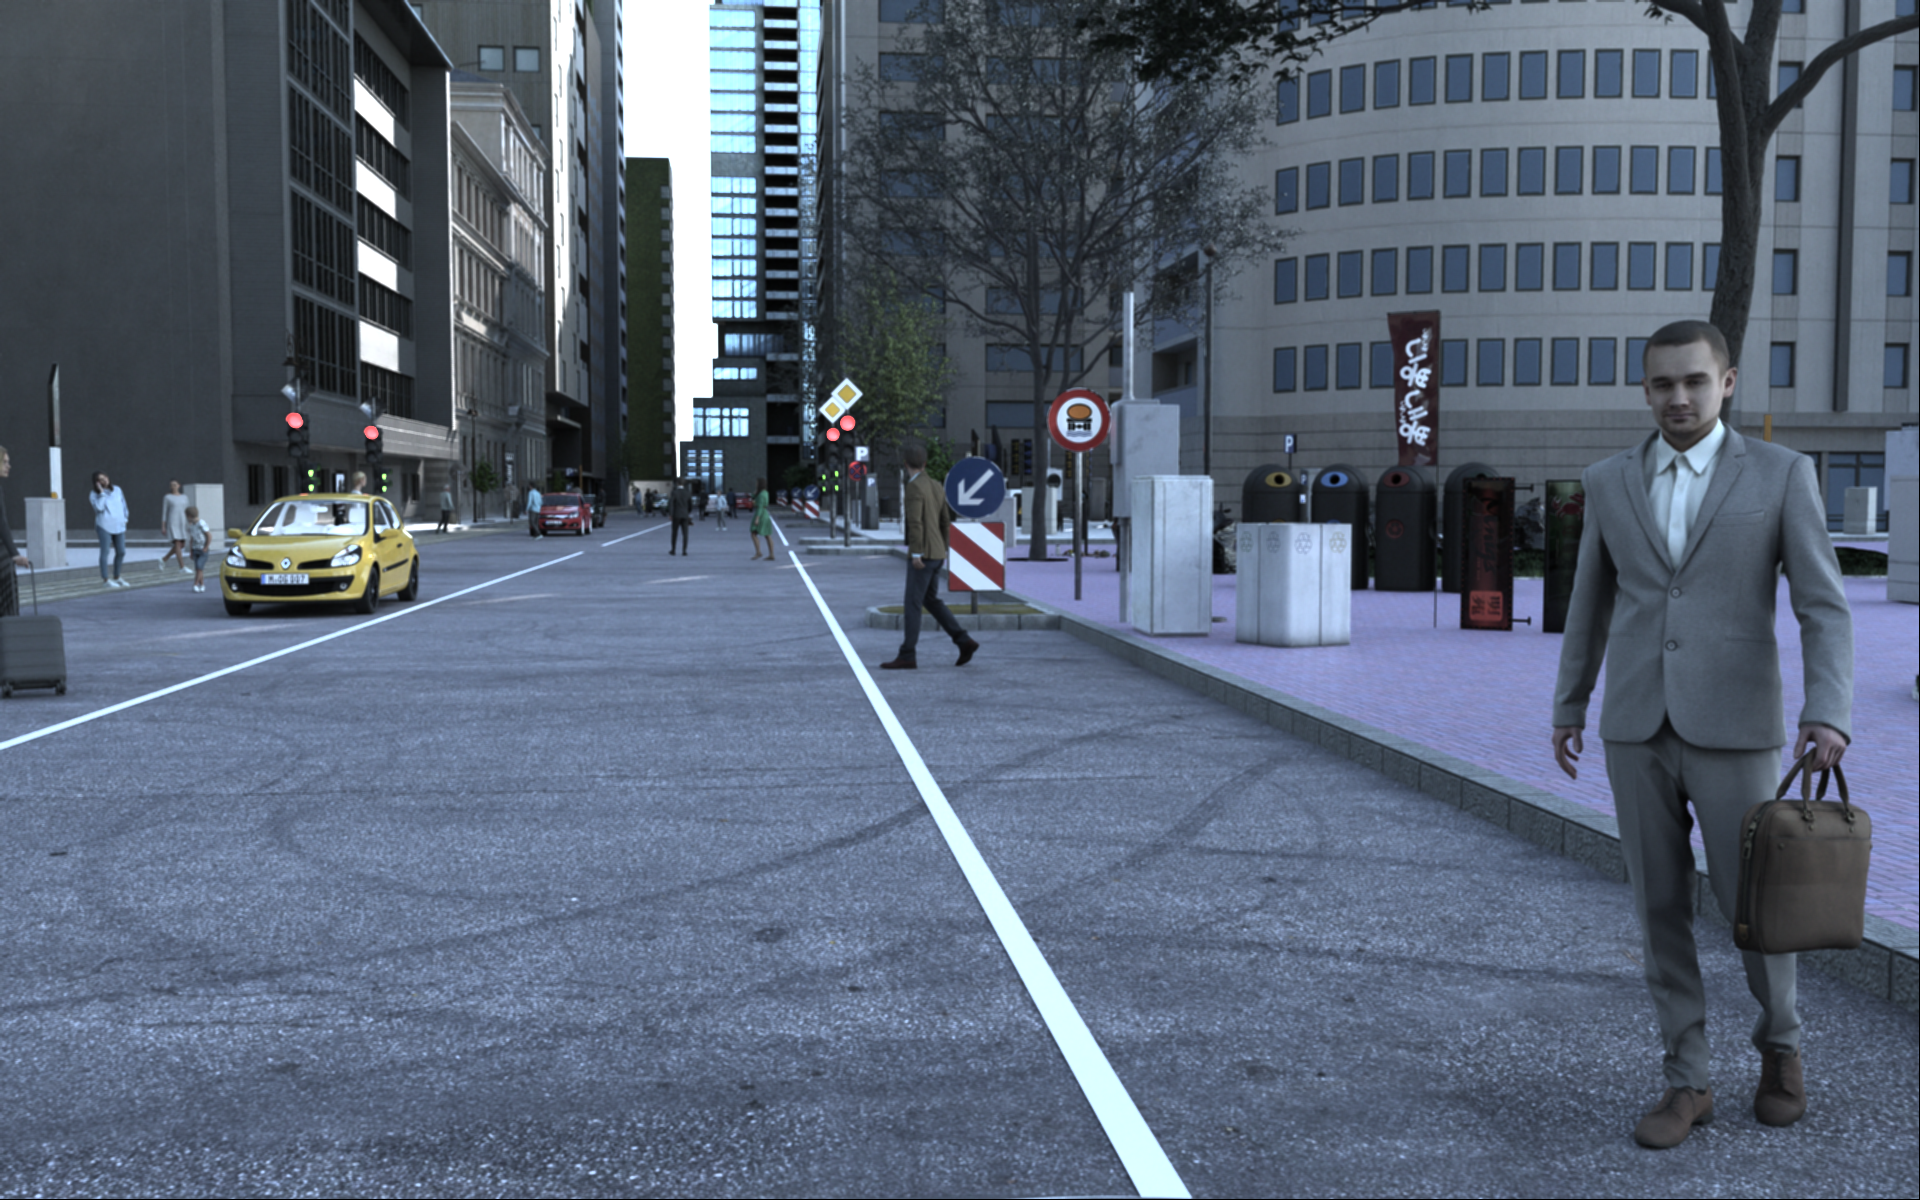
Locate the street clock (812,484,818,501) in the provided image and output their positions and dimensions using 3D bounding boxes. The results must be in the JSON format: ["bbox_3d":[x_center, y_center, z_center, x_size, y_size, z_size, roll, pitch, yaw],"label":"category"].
[{"bbox_3d":[-10.015,-7.024,119.418,0.358,2.002,0.471,-2,4,-32],"label":"street clock"}]

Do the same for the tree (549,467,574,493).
[{"bbox_3d":[-28.204,-7.790,121.965,1.663,3.219,1.824,0,3,0],"label":"tree"}]

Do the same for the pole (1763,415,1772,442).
[{"bbox_3d":[20.738,-3.102,44.562,0.158,3.312,0.155,0,3,0],"label":"pole"}]

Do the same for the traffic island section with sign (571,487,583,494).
[{"bbox_3d":[-22.046,-5.580,99.860,1.989,1.847,2.006,0,4,-7],"label":"traffic island section with sign"}]

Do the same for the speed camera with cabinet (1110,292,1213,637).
[{"bbox_3d":[1.900,-1.351,16.427,0.660,3.252,2.038,0,4,-5],"label":"speed camera with cabinet"}]

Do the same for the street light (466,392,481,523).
[{"bbox_3d":[-21.732,-6.402,77.462,0.468,5.910,1.993,0,4,-7],"label":"street light"}]

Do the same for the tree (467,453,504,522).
[{"bbox_3d":[-21.984,-5.244,80.346,1.663,3.219,1.824,0,3,0],"label":"tree"}]

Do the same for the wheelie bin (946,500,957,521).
[{"bbox_3d":[-0.497,-4.463,80.876,0.693,1.594,0.980,-2,4,-24],"label":"wheelie bin"}]

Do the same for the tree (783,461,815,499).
[{"bbox_3d":[-16.081,-11.541,172.410,4.285,4.588,4.351,0,3,0],"label":"tree"}]

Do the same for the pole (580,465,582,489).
[{"bbox_3d":[-26.641,-7.823,121.747,0.158,3.312,0.155,0,3,0],"label":"pole"}]

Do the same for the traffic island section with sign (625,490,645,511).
[{"bbox_3d":[-27.871,-8.617,149.516,1.989,1.847,2.006,0,4,-7],"label":"traffic island section with sign"}]

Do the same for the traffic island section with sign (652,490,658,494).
[{"bbox_3d":[-31.006,-10.255,176.289,1.989,1.847,2.006,0,4,-7],"label":"traffic island section with sign"}]

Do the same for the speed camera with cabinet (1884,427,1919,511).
[{"bbox_3d":[13.586,-1.845,24.509,0.660,3.252,2.038,3,4,39],"label":"speed camera with cabinet"}]

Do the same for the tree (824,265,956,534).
[{"bbox_3d":[-1.972,-6.393,54.885,4.737,8.622,4.395,0,3,0],"label":"tree"}]

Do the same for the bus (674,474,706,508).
[{"bbox_3d":[-28.017,-11.361,180.615,2.948,3.499,13.247,0,4,-6],"label":"bus"}]

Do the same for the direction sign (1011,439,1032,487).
[{"bbox_3d":[2.542,-4.867,71.568,0.876,3.537,0.379,1,4,18],"label":"direction sign"}]

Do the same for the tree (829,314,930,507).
[{"bbox_3d":[-3.362,-7.325,70.132,4.360,8.622,3.978,0,3,0],"label":"tree"}]

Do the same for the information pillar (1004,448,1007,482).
[{"bbox_3d":[2.340,-5.967,88.908,0.183,3.616,0.504,1,4,14],"label":"information pillar"}]

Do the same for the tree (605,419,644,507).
[{"bbox_3d":[-32.752,-13.402,169.489,4.737,8.622,4.395,0,3,0],"label":"tree"}]

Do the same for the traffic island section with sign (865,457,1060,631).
[{"bbox_3d":[-0.031,-0.641,19.105,1.989,1.847,2.006,0,4,-7],"label":"traffic island section with sign"}]

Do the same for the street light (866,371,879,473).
[{"bbox_3d":[-3.285,-5.633,64.887,0.468,5.910,1.993,0,4,-7],"label":"street light"}]

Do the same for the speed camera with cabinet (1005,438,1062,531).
[{"bbox_3d":[2.584,-4.093,61.256,2.038,3.252,0.660,-1,4,-21],"label":"speed camera with cabinet"}]

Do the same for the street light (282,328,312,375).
[{"bbox_3d":[-18.429,-4.617,48.276,0.468,5.910,1.993,0,4,-7],"label":"street light"}]

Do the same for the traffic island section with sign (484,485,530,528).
[{"bbox_3d":[-18.874,-3.930,72.884,1.989,1.847,2.006,0,4,-7],"label":"traffic island section with sign"}]

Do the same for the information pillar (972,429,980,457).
[{"bbox_3d":[0.553,-4.317,61.930,0.183,3.616,0.504,-2,4,-28],"label":"information pillar"}]

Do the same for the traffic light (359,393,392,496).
[{"bbox_3d":[-16.298,-3.630,48.279,0.839,4.253,0.868,0,4,-7],"label":"traffic light"}]

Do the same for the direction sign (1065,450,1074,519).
[{"bbox_3d":[5.792,-5.898,88.432,0.876,3.537,0.379,-1,4,-19],"label":"direction sign"}]

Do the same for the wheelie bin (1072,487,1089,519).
[{"bbox_3d":[5.765,-4.579,82.769,0.693,1.594,0.980,-1,4,-19],"label":"wheelie bin"}]

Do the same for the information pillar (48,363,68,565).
[{"bbox_3d":[-16.078,-2.412,30.798,0.183,3.616,0.504,-1,4,-16],"label":"information pillar"}]

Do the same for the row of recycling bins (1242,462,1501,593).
[{"bbox_3d":[5.499,-0.988,23.262,3.534,1.692,1.069,2,4,25],"label":"row of recycling bins"}]

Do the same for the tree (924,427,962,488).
[{"bbox_3d":[-0.796,-3.387,49.986,1.663,3.219,1.824,0,3,0],"label":"tree"}]

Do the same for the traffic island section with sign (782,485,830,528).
[{"bbox_3d":[-6.491,-4.018,74.321,1.989,1.847,2.006,0,4,-7],"label":"traffic island section with sign"}]

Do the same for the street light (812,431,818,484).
[{"bbox_3d":[-10.322,-9.222,123.559,0.468,5.910,1.993,0,4,-7],"label":"street light"}]

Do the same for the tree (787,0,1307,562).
[{"bbox_3d":[1.644,-7.490,32.825,12.009,13.543,11.850,0,3,0],"label":"tree"}]

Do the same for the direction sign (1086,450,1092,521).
[{"bbox_3d":[6.239,-5.631,84.061,0.379,3.537,0.876,1,4,21],"label":"direction sign"}]

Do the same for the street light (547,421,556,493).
[{"bbox_3d":[-25.180,-8.211,107.033,0.468,5.910,1.993,0,4,-7],"label":"street light"}]

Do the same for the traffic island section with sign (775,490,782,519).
[{"bbox_3d":[-9.642,-5.655,101.092,1.989,1.847,2.006,0,4,-7],"label":"traffic island section with sign"}]

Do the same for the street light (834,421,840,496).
[{"bbox_3d":[-6.769,-7.416,94.046,0.468,5.910,1.993,0,4,-7],"label":"street light"}]

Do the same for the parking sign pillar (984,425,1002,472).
[{"bbox_3d":[1.294,-4.801,66.976,1.447,3.967,1.447,-1,4,-10],"label":"parking sign pillar"}]

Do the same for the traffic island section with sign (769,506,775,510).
[{"bbox_3d":[-15.509,-8.721,151.208,1.989,1.847,2.006,0,4,-7],"label":"traffic island section with sign"}]

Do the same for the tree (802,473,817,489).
[{"bbox_3d":[-13.851,-10.107,159.856,1.663,3.219,1.824,0,3,0],"label":"tree"}]

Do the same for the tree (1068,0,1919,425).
[{"bbox_3d":[3.876,-4.511,8.168,7.601,10.594,8.767,3,5,43],"label":"tree"}]
